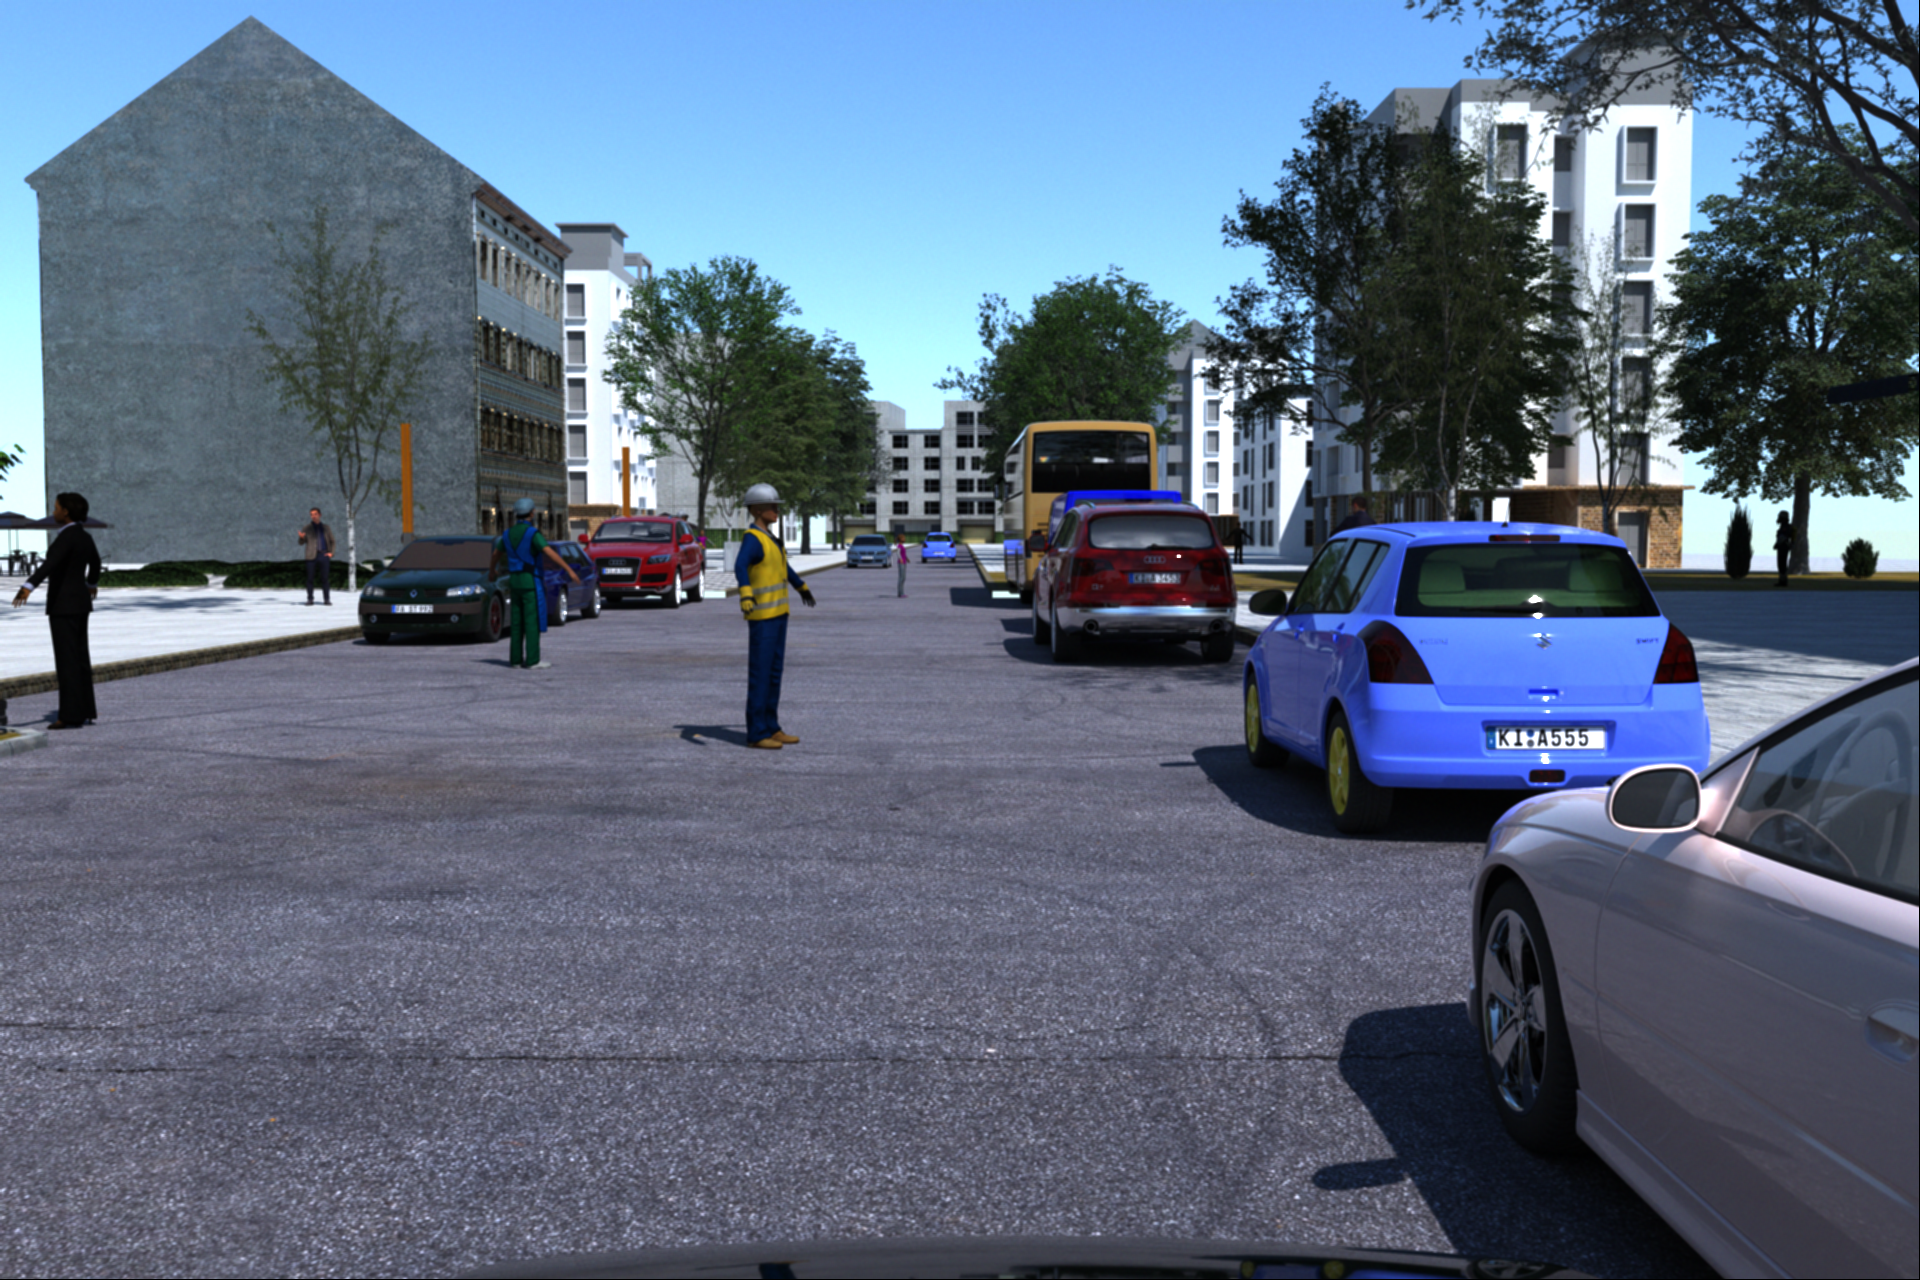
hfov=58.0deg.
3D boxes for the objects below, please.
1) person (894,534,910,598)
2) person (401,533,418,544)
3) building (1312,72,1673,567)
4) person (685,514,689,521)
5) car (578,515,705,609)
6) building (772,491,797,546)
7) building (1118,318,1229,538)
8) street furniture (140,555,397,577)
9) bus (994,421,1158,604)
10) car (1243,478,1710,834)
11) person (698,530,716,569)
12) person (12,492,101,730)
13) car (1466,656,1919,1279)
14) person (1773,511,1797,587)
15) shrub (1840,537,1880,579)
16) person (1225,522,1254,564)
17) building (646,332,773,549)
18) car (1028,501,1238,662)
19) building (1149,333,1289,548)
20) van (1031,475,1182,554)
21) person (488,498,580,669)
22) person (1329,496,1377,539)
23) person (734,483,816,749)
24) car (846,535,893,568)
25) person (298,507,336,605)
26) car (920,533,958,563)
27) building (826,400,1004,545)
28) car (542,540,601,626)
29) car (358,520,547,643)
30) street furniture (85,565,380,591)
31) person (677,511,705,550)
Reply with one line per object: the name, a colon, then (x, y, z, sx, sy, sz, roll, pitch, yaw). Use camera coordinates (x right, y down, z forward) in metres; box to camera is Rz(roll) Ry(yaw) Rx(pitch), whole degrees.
person: (-1.256, -1.675, 39.116, 0.599, 1.433, 0.991, 0, 4, 8)
person: (-22.225, -3.904, 69.957, 1.348, 1.813, 0.705, 3, 5, 40)
building: (21.112, -13.509, 77.299, 16.016, 20.090, 11.380, 0, 4, 0)
person: (-7.107, -2.351, 44.372, 0.705, 1.837, 1.347, -1, 4, -11)
car: (-6.433, -1.610, 35.004, 2.281, 1.827, 5.304, 0, 4, 0)
building: (-23.240, -15.782, 200.179, 9.099, 9.664, 28.070, 0, 4, 0)
building: (23.794, -21.717, 185.997, 19.493, 23.208, 18.063, 0, 4, 0)
street furniture: (-20.656, -2.310, 53.387, 10.072, 0.657, 5.734, 3, 5, 43)
bus: (2.386, -2.873, 38.520, 2.896, 3.916, 12.252, 0, 4, -1)
car: (2.633, 0.000, 9.585, 1.945, 1.707, 3.694, 0, 4, 0)
person: (-9.338, -3.275, 62.810, 0.991, 1.433, 0.599, -1, 4, -17)
person: (-6.656, -0.222, 12.811, 0.721, 1.740, 1.216, 0, 4, -4)
car: (2.207, 0.597, 2.599, 2.083, 1.381, 4.827, 0, 4, 0)
person: (20.111, -2.239, 42.385, 0.705, 1.856, 1.354, 2, 4, 31)
shrub: (25.740, -2.350, 49.541, 1.383, 1.207, 1.383, 0, 3, 0)
person: (11.853, -4.122, 73.612, 1.346, 1.802, 0.704, 2, 4, 33)
building: (-28.182, -18.418, 167.594, 16.747, 18.905, 31.486, 0, 4, 0)
car: (2.007, -0.752, 20.963, 2.281, 1.827, 5.304, 0, 4, -1)
building: (23.856, -19.233, 170.878, 16.016, 20.090, 11.380, 0, 4, 0)
van: (2.279, -1.355, 26.543, 2.240, 2.365, 5.245, 0, 3, 0)
person: (-4.614, -0.607, 18.507, 1.347, 1.817, 0.704, 2, 4, 33)
person: (4.961, -0.958, 22.160, 0.683, 1.767, 0.568, -2, 4, -24)
person: (-1.236, -0.168, 11.675, 0.721, 1.772, 1.216, 1, 4, 15)
car: (-3.844, -3.789, 73.959, 2.014, 1.417, 4.499, 0, 4, 0)
person: (-11.516, -1.495, 31.015, 0.617, 1.759, 0.750, -1, 4, -17)
car: (-1.046, -4.672, 85.977, 1.945, 1.707, 3.694, 0, 4, 0)
building: (-1.236, -22.417, 235.427, 31.486, 18.905, 16.747, 0, 4, 6)
car: (-7.018, -0.952, 28.141, 1.945, 1.354, 3.894, 0, 4, 0)
car: (-6.970, -0.873, 24.053, 2.009, 1.686, 4.222, 0, 3, 0)
street furniture: (-15.622, -1.621, 42.126, 10.072, 0.657, 5.734, 1, 4, 16)
person: (-6.589, -2.149, 41.103, 1.349, 1.833, 0.705, 3, 4, 38)
